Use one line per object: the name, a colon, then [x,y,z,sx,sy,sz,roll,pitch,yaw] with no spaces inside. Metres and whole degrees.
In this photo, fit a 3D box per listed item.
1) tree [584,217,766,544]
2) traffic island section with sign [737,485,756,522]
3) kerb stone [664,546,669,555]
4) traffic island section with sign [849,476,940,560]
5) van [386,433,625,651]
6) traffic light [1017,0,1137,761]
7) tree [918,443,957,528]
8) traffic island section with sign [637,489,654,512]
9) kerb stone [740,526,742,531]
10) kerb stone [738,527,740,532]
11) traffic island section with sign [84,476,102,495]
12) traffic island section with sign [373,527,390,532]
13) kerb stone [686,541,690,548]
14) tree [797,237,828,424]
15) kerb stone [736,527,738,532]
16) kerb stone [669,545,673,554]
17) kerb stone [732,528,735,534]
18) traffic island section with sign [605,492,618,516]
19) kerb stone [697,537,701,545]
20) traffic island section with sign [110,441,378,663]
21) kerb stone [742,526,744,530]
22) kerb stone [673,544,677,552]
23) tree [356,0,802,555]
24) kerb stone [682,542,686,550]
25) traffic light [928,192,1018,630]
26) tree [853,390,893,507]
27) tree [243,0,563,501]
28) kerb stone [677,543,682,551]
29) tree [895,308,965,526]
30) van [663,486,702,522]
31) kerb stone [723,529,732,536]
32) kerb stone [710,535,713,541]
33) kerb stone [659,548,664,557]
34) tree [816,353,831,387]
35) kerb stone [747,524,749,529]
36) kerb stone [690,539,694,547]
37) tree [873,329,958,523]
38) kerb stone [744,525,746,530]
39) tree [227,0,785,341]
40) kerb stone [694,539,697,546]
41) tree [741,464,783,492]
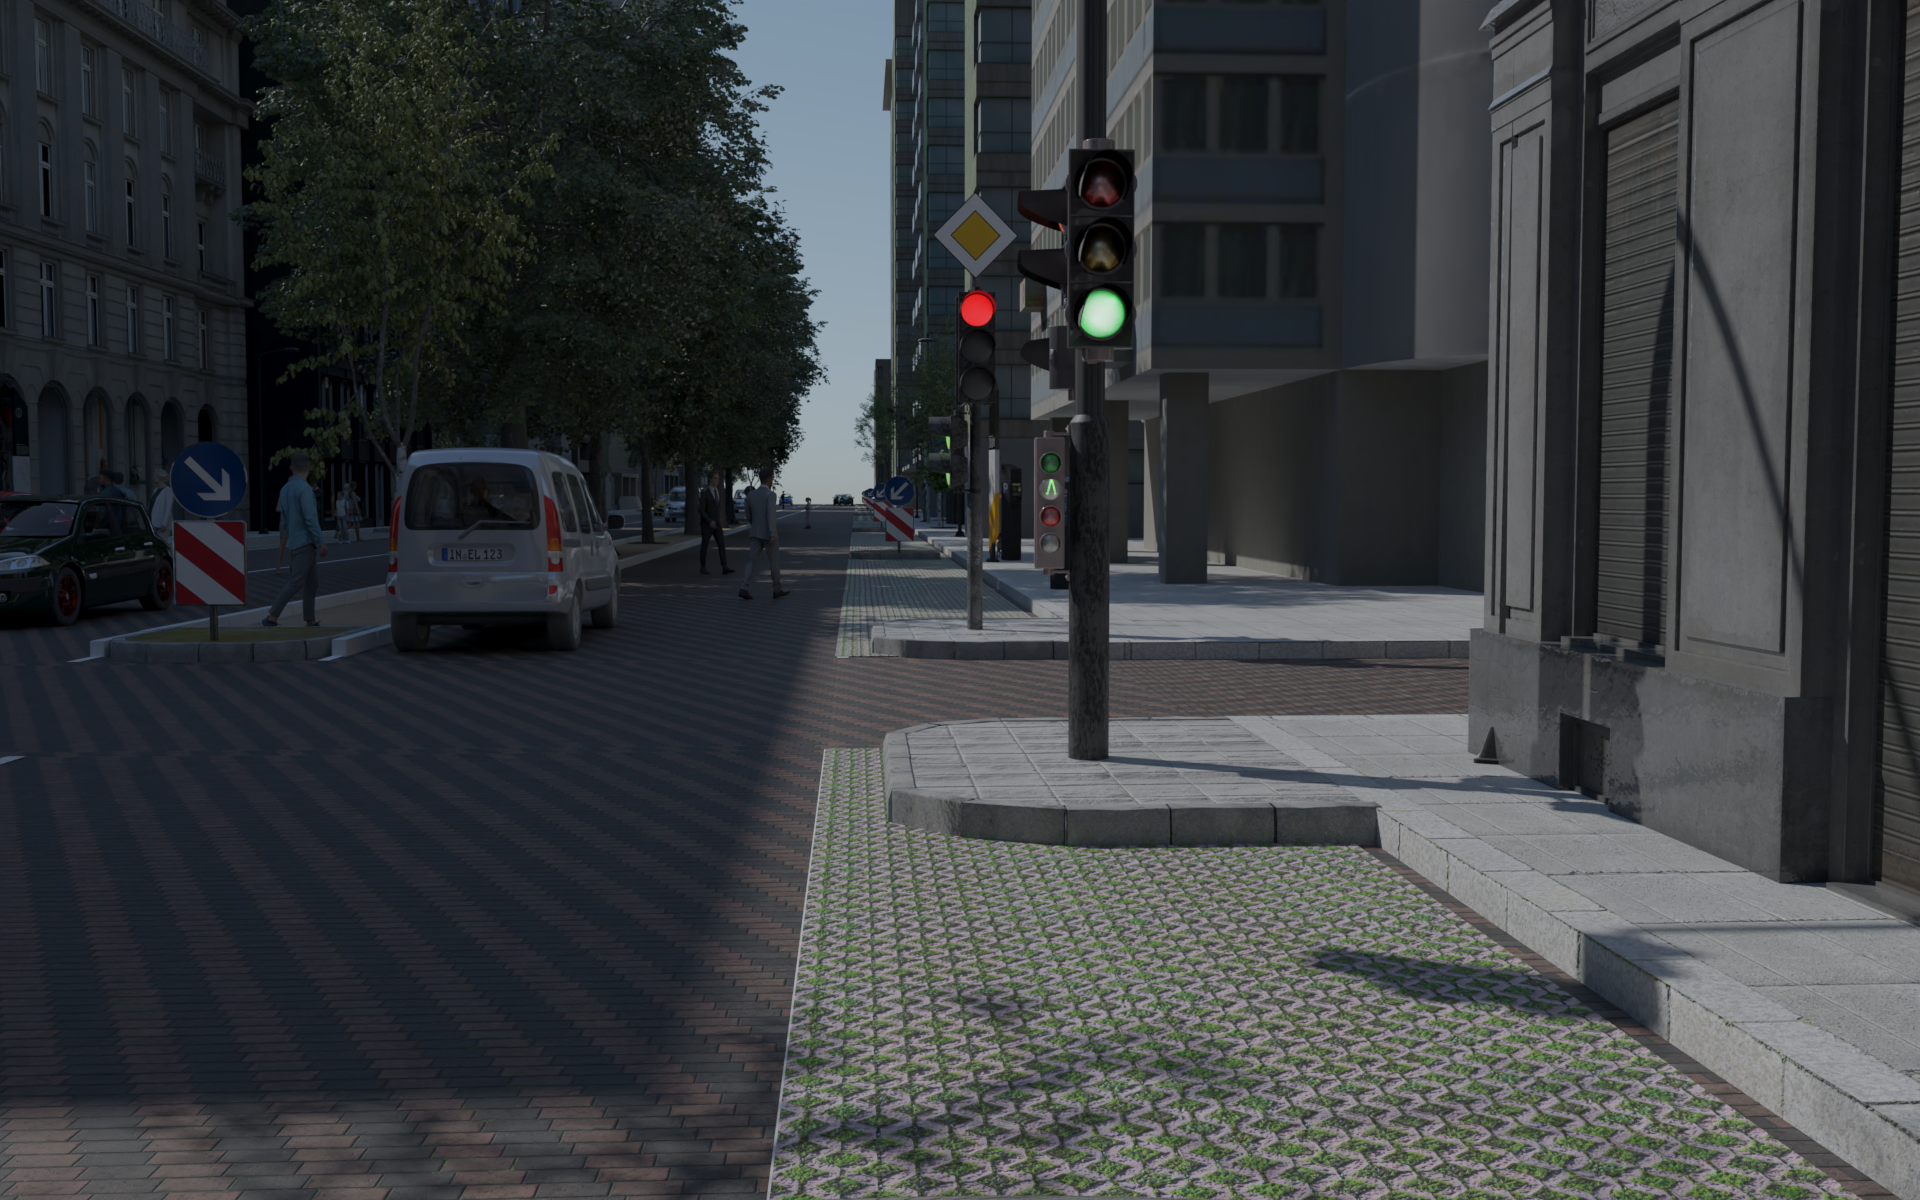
tree: [-9.065,-7.414,49.437,9.928,11.665,9.643,0,3,0]
traffic island section with sign: [-11.025,-5.049,90.695,2.006,1.907,1.989,0,4,-3]
kerb stone: [-6.963,-1.110,40.342,0.120,0.150,1.000,0,4,-3]
traffic island section with sign: [-1.473,-1.825,38.470,1.989,1.847,2.006,0,4,-3]
van: [-4.421,-0.623,17.205,2.013,2.044,4.112,0,4,-4]
traffic light: [-1.485,-2.043,8.075,4.771,5.953,1.251,0,4,-3]
tree: [-0.594,-4.298,64.870,1.663,3.219,1.824,0,3,0]
traffic island section with sign: [-25.371,-8.144,141.782,1.989,1.847,2.006,0,4,-3]
kerb stone: [-8.483,-2.675,65.928,0.120,0.150,1.000,0,4,-3]
kerb stone: [-8.418,-2.612,64.908,0.120,0.150,1.000,0,4,-3]
traffic island section with sign: [-19.211,-1.811,38.230,1.989,1.847,2.006,0,4,-3]
traffic island section with sign: [-20.804,-3.456,65.138,1.989,1.847,2.006,0,4,-3]
kerb stone: [-7.264,-1.423,45.455,0.120,0.150,1.000,0,4,-3]
tree: [-9.294,-9.228,59.989,9.857,13.997,8.962,0,3,0]
kerb stone: [-8.362,-2.550,63.880,0.120,0.150,1.000,0,4,-3]
kerb stone: [-7.021,-1.173,41.369,0.120,0.150,1.000,0,4,-3]
kerb stone: [-8.236,-2.425,61.837,0.120,0.150,1.000,0,4,-3]
traffic island section with sign: [-23.772,-6.498,114.874,1.989,1.847,2.006,0,4,-3]
kerb stone: [-7.448,-1.611,48.528,0.120,0.150,1.000,0,4,-3]
traffic island section with sign: [-6.556,-0.462,15.689,2.006,1.907,1.989,0,4,-3]
kerb stone: [-8.548,-2.738,66.965,0.120,0.150,1.000,0,4,-3]
kerb stone: [-7.090,-1.235,42.394,0.120,0.150,1.000,0,4,-3]
tree: [-8.352,-7.346,39.578,9.611,12.733,9.660,0,3,0]
kerb stone: [-7.206,-1.360,44.435,0.120,0.150,1.000,0,4,-3]
traffic light: [0.124,-1.675,16.311,0.839,4.253,0.868,0,4,-3]
tree: [-7.215,-15.215,174.528,9.928,11.665,9.643,0,3,0]
tree: [-7.019,-4.205,21.572,4.737,8.622,4.395,0,3,0]
kerb stone: [-7.143,-1.298,43.415,0.120,0.150,1.000,0,4,-3]
tree: [-0.739,-7.296,69.653,4.737,8.622,4.395,0,3,0]
van: [-14.197,-5.023,89.131,2.013,2.044,4.112,0,4,-3]
kerb stone: [-8.177,-2.362,60.811,0.120,0.150,1.000,0,4,-3]
kerb stone: [-7.697,-1.861,52.619,0.120,0.150,1.000,0,4,-3]
kerb stone: [-6.896,-1.047,39.319,0.120,0.150,1.000,0,4,-3]
tree: [-10.868,-9.891,81.178,9.611,12.733,9.660,0,3,0]
kerb stone: [-8.731,-2.926,70.036,0.120,0.150,1.000,0,4,-3]
kerb stone: [-7.320,-1.481,46.479,0.120,0.150,1.000,0,4,-3]
tree: [-1.625,-7.711,76.435,4.360,8.622,3.978,0,3,0]
kerb stone: [-8.608,-2.801,67.991,0.120,0.150,1.000,0,4,-3]
tree: [-7.497,-7.339,29.103,9.857,13.997,8.962,0,3,0]
kerb stone: [-7.382,-1.548,47.508,0.120,0.150,1.000,0,4,-3]
tree: [-10.756,-8.350,89.336,4.360,8.622,3.978,0,3,0]
